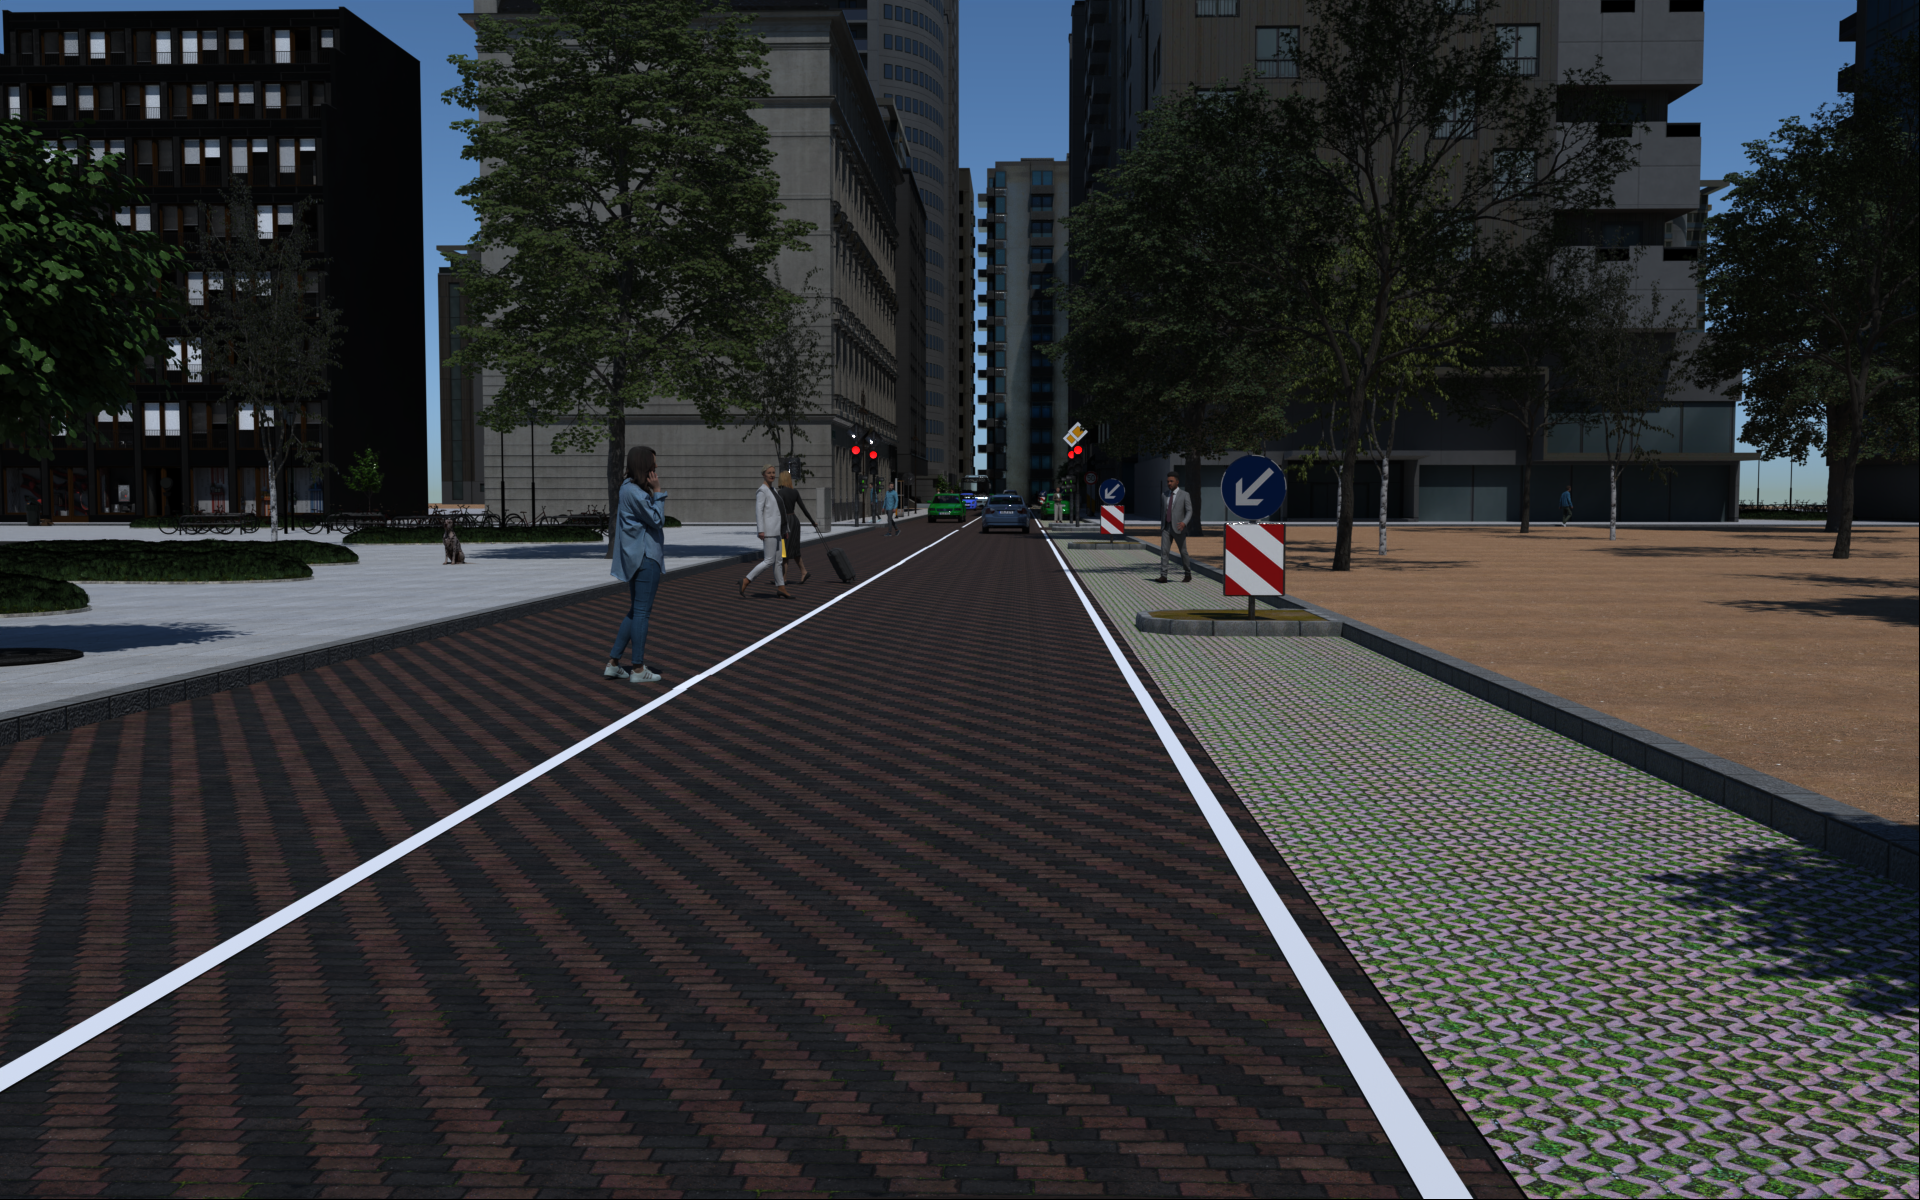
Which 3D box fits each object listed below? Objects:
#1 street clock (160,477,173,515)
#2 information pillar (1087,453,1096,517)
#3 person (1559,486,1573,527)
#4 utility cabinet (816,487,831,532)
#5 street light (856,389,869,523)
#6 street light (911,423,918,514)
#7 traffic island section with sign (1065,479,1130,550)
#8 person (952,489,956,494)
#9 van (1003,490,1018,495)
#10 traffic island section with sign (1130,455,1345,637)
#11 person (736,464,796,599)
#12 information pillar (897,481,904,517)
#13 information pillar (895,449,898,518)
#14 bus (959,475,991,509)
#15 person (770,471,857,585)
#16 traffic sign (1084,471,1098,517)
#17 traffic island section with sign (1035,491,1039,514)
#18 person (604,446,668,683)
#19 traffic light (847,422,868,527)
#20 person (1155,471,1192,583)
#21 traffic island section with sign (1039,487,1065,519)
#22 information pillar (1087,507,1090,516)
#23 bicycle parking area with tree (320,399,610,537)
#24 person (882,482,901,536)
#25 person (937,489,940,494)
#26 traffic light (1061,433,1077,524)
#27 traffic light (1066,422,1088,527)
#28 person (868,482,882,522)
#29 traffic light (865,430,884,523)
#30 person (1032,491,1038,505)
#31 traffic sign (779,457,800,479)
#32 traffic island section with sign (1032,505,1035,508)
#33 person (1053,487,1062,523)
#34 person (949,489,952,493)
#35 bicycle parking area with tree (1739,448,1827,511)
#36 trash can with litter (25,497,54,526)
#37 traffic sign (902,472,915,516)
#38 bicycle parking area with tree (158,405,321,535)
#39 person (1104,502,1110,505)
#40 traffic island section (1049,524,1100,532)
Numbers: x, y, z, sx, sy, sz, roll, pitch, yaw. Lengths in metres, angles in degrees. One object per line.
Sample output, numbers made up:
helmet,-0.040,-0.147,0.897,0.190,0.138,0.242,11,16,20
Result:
street clock,-34.664,-4.351,75.711,0.471,2.002,0.358,0,4,-7
information pillar,7.468,-6.556,98.547,0.504,3.616,0.183,-1,4,-13
person,25.350,-3.893,72.486,0.444,1.785,0.601,-1,4,-10
utility cabinet,-4.569,-3.009,57.869,0.318,1.500,1.173,0,4,6
street light,-4.233,-6.309,75.940,0.468,5.910,1.993,0,4,2
street light,-2.910,-8.592,113.260,0.468,5.910,1.993,0,4,2
traffic island section with sign,3.822,-2.238,45.217,1.989,1.847,2.006,0,4,2
person,-0.822,-11.333,191.305,1.348,1.831,0.705,1,4,9
van,4.944,-9.989,170.335,2.013,2.044,4.112,0,4,2
traffic island section with sign,2.883,-0.589,18.251,1.989,1.847,2.006,0,4,2
person,-2.652,-0.931,23.608,0.818,1.842,0.514,0,4,-7
information pillar,-3.314,-5.608,96.178,0.304,2.012,0.304,2,4,28
information pillar,-3.340,-6.099,91.077,0.183,3.616,0.504,0,4,2
bus,1.479,-10.295,163.182,2.948,3.499,13.247,0,4,1
person,-2.367,-1.148,27.490,1.509,1.804,0.699,-1,4,-22
traffic sign,7.283,-5.888,96.368,0.768,2.556,0.104,0,4,3
traffic island section with sign,6.672,-7.228,126.804,1.989,1.847,2.006,0,4,2
person,-2.475,-0.272,13.207,0.793,1.790,0.793,2,4,35
traffic light,-4.010,-4.804,67.470,0.839,4.253,0.868,0,4,2
person,3.450,-1.160,27.744,0.678,1.792,0.850,3,4,38
traffic island section with sign,5.731,-5.580,99.865,1.989,1.847,2.006,0,4,2
information pillar,7.623,-5.909,101.111,0.304,2.012,0.304,-2,4,-25
bicycle parking area with tree,-13.818,-4.146,54.784,9.016,4.147,8.231,1,4,9
person,-2.294,-3.102,59.077,0.748,1.841,0.638,-2,4,-32
person,-1.660,-8.459,145.016,0.598,1.740,0.731,0,4,-1
traffic light,4.825,-5.275,75.169,0.839,4.253,0.868,0,4,2
traffic light,4.546,-4.787,67.189,0.839,4.253,0.868,0,4,2
person,-3.930,-4.520,79.970,0.620,1.820,0.660,-1,4,-11
traffic light,-3.732,-5.292,75.451,0.839,4.253,0.868,0,4,2
person,9.216,-12.173,207.542,1.348,1.822,0.705,0,4,7
traffic sign,-4.763,-2.833,48.445,0.606,2.300,0.079,1,4,10
traffic island section with sign,8.448,-10.332,177.562,1.989,1.847,2.006,0,4,2
person,4.790,-4.618,84.559,0.519,1.759,0.362,-1,4,-23
person,-0.940,-10.870,183.729,0.705,1.831,1.348,1,4,18
bicycle parking area with tree,51.248,-7.483,109.347,9.016,4.147,8.231,1,4,17
trash can with litter,-36.910,-3.553,69.478,1.055,1.170,0.624,0,4,1
traffic sign,-2.987,-6.134,100.402,0.768,2.556,0.104,0,4,3
bicycle parking area with tree,-22.728,-4.353,58.175,9.016,4.147,8.231,0,4,-5
person,7.004,-4.664,82.099,0.655,1.846,0.447,2,4,33
traffic island section,4.586,-2.754,67.301,2.009,0.180,2.903,0,4,2
